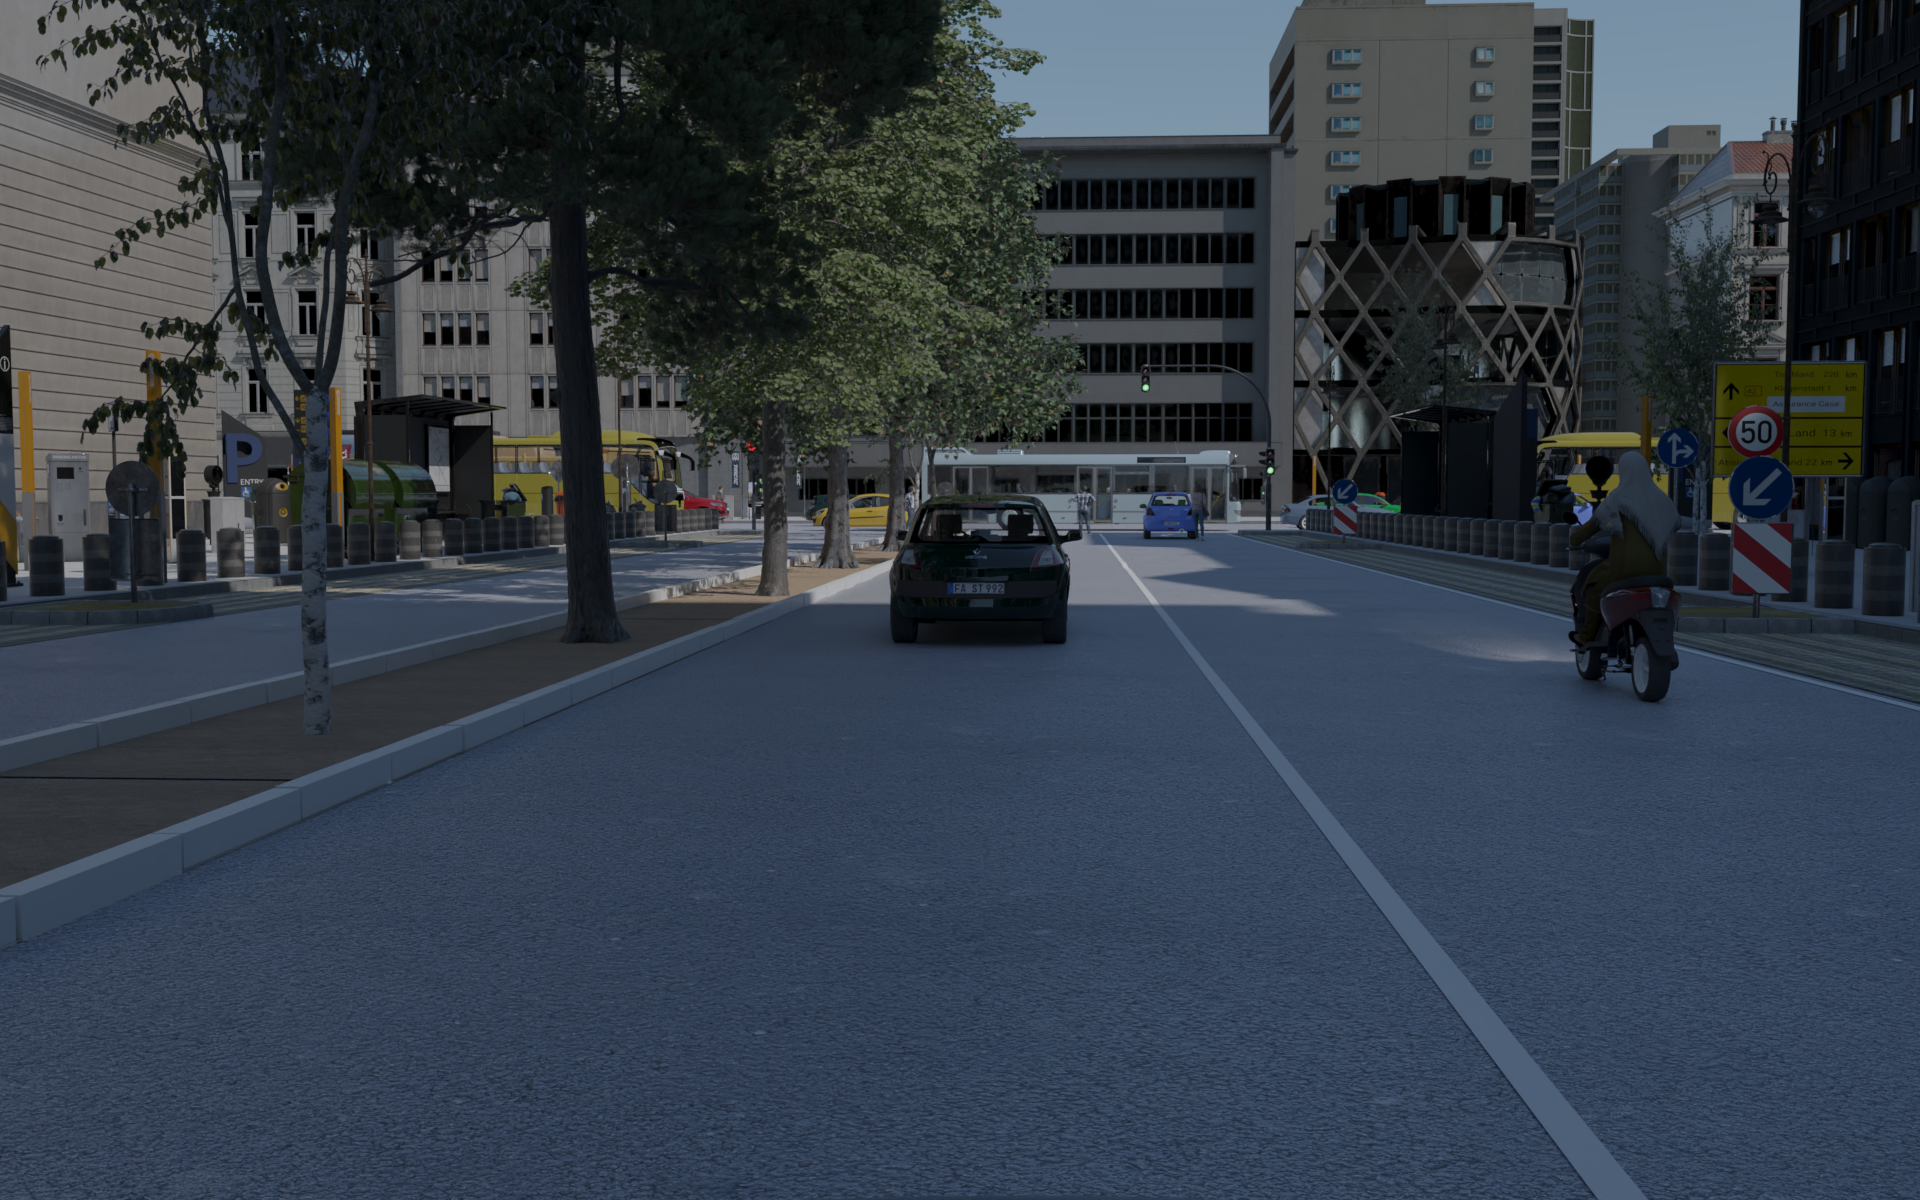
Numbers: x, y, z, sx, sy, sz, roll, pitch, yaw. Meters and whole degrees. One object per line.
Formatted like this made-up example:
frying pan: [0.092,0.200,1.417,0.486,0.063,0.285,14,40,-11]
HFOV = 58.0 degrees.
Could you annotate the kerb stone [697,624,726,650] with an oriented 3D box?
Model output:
kerb stone: [-2.389,0.360,16.312,0.120,0.150,1.000,0,4,4]

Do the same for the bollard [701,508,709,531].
bollard: [-9.102,-2.796,60.436,0.404,0.777,0.398,0,3,0]

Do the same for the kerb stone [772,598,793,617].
kerb stone: [-2.137,0.109,20.410,0.120,0.150,1.000,0,4,4]

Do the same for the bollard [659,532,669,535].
bollard: [-9.484,-2.428,54.415,0.404,0.777,0.398,0,3,0]

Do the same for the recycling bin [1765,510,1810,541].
recycling bin: [13.152,-0.927,27.717,0.722,1.027,0.722,2,4,32]

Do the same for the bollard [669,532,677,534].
bollard: [-9.406,-2.502,55.620,0.404,0.777,0.398,0,3,0]

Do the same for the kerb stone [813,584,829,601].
kerb stone: [-1.941,-0.077,23.481,0.120,0.150,1.000,0,4,4]

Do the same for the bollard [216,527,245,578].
bollard: [-11.231,-0.731,26.671,0.404,0.777,0.398,0,3,0]

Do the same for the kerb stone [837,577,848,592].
kerb stone: [-1.813,-0.204,25.531,0.120,0.150,1.000,0,4,4]

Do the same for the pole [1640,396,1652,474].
pole: [14.294,-2.586,36.131,0.158,3.312,0.155,0,3,0]

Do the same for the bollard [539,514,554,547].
bollard: [-10.245,-1.690,42.356,0.404,0.777,0.398,0,3,0]

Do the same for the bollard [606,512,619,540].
bollard: [-9.861,-2.061,48.408,0.404,0.777,0.398,0,3,0]

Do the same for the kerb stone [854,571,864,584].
kerb stone: [-1.684,-0.329,27.580,0.120,0.150,1.000,0,4,4]

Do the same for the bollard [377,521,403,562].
bollard: [-10.850,-1.100,32.708,0.404,0.777,0.398,0,3,0]

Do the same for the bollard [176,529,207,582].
bollard: [-11.304,-0.658,25.471,0.404,0.777,0.398,0,3,0]

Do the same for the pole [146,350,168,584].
pole: [-11.464,-1.888,24.707,0.158,3.312,0.155,0,3,0]

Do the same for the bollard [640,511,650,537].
bollard: [-9.636,-2.281,52.012,0.404,0.777,0.398,0,3,0]

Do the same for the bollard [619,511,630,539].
bollard: [-9.789,-2.134,49.613,0.404,0.777,0.398,0,3,0]

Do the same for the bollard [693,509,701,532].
bollard: [-9.182,-2.722,59.226,0.404,0.777,0.398,0,3,0]

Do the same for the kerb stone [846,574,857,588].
kerb stone: [-1.739,-0.264,26.553,0.120,0.150,1.000,0,4,4]

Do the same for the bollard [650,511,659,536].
bollard: [-9.561,-2.354,53.211,0.404,0.777,0.398,0,3,0]

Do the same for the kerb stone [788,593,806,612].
kerb stone: [-2.070,0.047,21.434,0.120,0.150,1.000,0,4,4]

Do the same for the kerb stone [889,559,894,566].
kerb stone: [-1.358,-0.642,32.700,0.120,0.150,1.000,0,4,4]

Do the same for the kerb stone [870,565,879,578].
kerb stone: [-1.545,-0.451,29.632,0.120,0.150,1.000,0,4,4]

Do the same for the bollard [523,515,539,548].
bollard: [-10.324,-1.617,41.157,0.404,0.777,0.398,0,3,0]

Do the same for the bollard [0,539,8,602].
bollard: [-11.608,-0.364,20.669,0.404,0.777,0.398,0,3,0]

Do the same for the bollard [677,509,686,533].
bollard: [-9.332,-2.575,56.823,0.404,0.777,0.398,0,3,0]

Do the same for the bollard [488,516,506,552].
bollard: [-10.472,-1.469,38.737,0.404,0.777,0.398,0,3,0]

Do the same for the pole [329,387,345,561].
pole: [-11.949,-2.408,33.210,0.158,3.312,0.155,0,3,0]

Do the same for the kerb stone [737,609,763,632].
kerb stone: [-2.261,0.235,18.357,0.120,0.150,1.000,0,4,4]

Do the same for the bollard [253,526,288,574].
bollard: [-11.155,-0.805,27.881,0.404,0.777,0.398,0,3,0]

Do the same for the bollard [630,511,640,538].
bollard: [-9.712,-2.208,50.812,0.404,0.777,0.398,0,3,0]

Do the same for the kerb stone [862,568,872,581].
kerb stone: [-1.614,-0.392,28.609,0.120,0.150,1.000,0,4,4]

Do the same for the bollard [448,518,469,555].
bollard: [-10.620,-1.322,36.339,0.404,0.777,0.398,0,3,0]

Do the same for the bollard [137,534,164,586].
bollard: [-11.385,-0.584,24.271,0.404,0.777,0.398,0,3,0]

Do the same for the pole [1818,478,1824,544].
pole: [16.908,-2.443,33.789,0.158,3.312,0.155,0,3,0]

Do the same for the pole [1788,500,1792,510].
pole: [15.458,-2.357,32.381,0.158,3.312,0.155,0,3,0]

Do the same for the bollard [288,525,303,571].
bollard: [-11.082,-0.879,29.085,0.404,0.777,0.398,0,3,0]

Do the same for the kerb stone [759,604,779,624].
kerb stone: [-2.196,0.175,19.387,0.120,0.150,1.000,0,4,4]

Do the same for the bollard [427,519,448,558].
bollard: [-10.704,-1.249,35.132,0.404,0.777,0.398,0,3,0]

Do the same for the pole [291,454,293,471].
pole: [-34.270,-5.826,89.095,0.158,3.312,0.155,0,3,0]

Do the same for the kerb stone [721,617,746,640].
kerb stone: [-2.320,0.305,17.335,0.120,0.150,1.000,0,4,4]

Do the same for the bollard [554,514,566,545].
bollard: [-10.170,-1.764,43.556,0.404,0.777,0.398,0,3,0]

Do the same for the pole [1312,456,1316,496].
pole: [18.940,-6.043,92.650,0.158,3.312,0.155,0,3,0]

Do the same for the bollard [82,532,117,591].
bollard: [-11.459,-0.511,23.068,0.404,0.777,0.398,0,3,0]

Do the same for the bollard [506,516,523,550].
bollard: [-10.398,-1.544,39.955,0.404,0.777,0.398,0,3,0]

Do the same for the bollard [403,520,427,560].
bollard: [-10.777,-1.175,33.928,0.404,0.777,0.398,0,3,0]

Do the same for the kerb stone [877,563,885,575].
kerb stone: [-1.485,-0.515,30.655,0.120,0.150,1.000,0,4,4]

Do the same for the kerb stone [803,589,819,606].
kerb stone: [-1.998,-0.013,22.458,0.120,0.150,1.000,0,4,4]

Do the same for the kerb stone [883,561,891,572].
kerb stone: [-1.422,-0.580,31.677,0.120,0.150,1.000,0,4,4]

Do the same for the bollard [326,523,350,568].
bollard: [-11.002,-0.953,30.301,0.404,0.777,0.398,0,3,0]

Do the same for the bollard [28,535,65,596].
bollard: [-11.533,-0.437,21.868,0.404,0.777,0.398,0,3,0]

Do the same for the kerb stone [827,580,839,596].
kerb stone: [-1.871,-0.141,24.503,0.120,0.150,1.000,0,4,4]

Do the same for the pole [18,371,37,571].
pole: [-15.531,-2.141,28.856,0.158,3.312,0.155,0,3,0]

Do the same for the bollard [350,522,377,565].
bollard: [-10.932,-1.027,31.501,0.404,0.777,0.398,0,3,0]

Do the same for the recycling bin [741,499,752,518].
recycling bin: [-11.437,-4.994,94.205,0.722,1.027,0.722,-3,5,-39]

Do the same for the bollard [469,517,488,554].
bollard: [-10.552,-1.396,37.538,0.404,0.777,0.398,0,3,0]

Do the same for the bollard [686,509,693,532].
bollard: [-9.261,-2.649,58.027,0.404,0.777,0.398,0,3,0]
